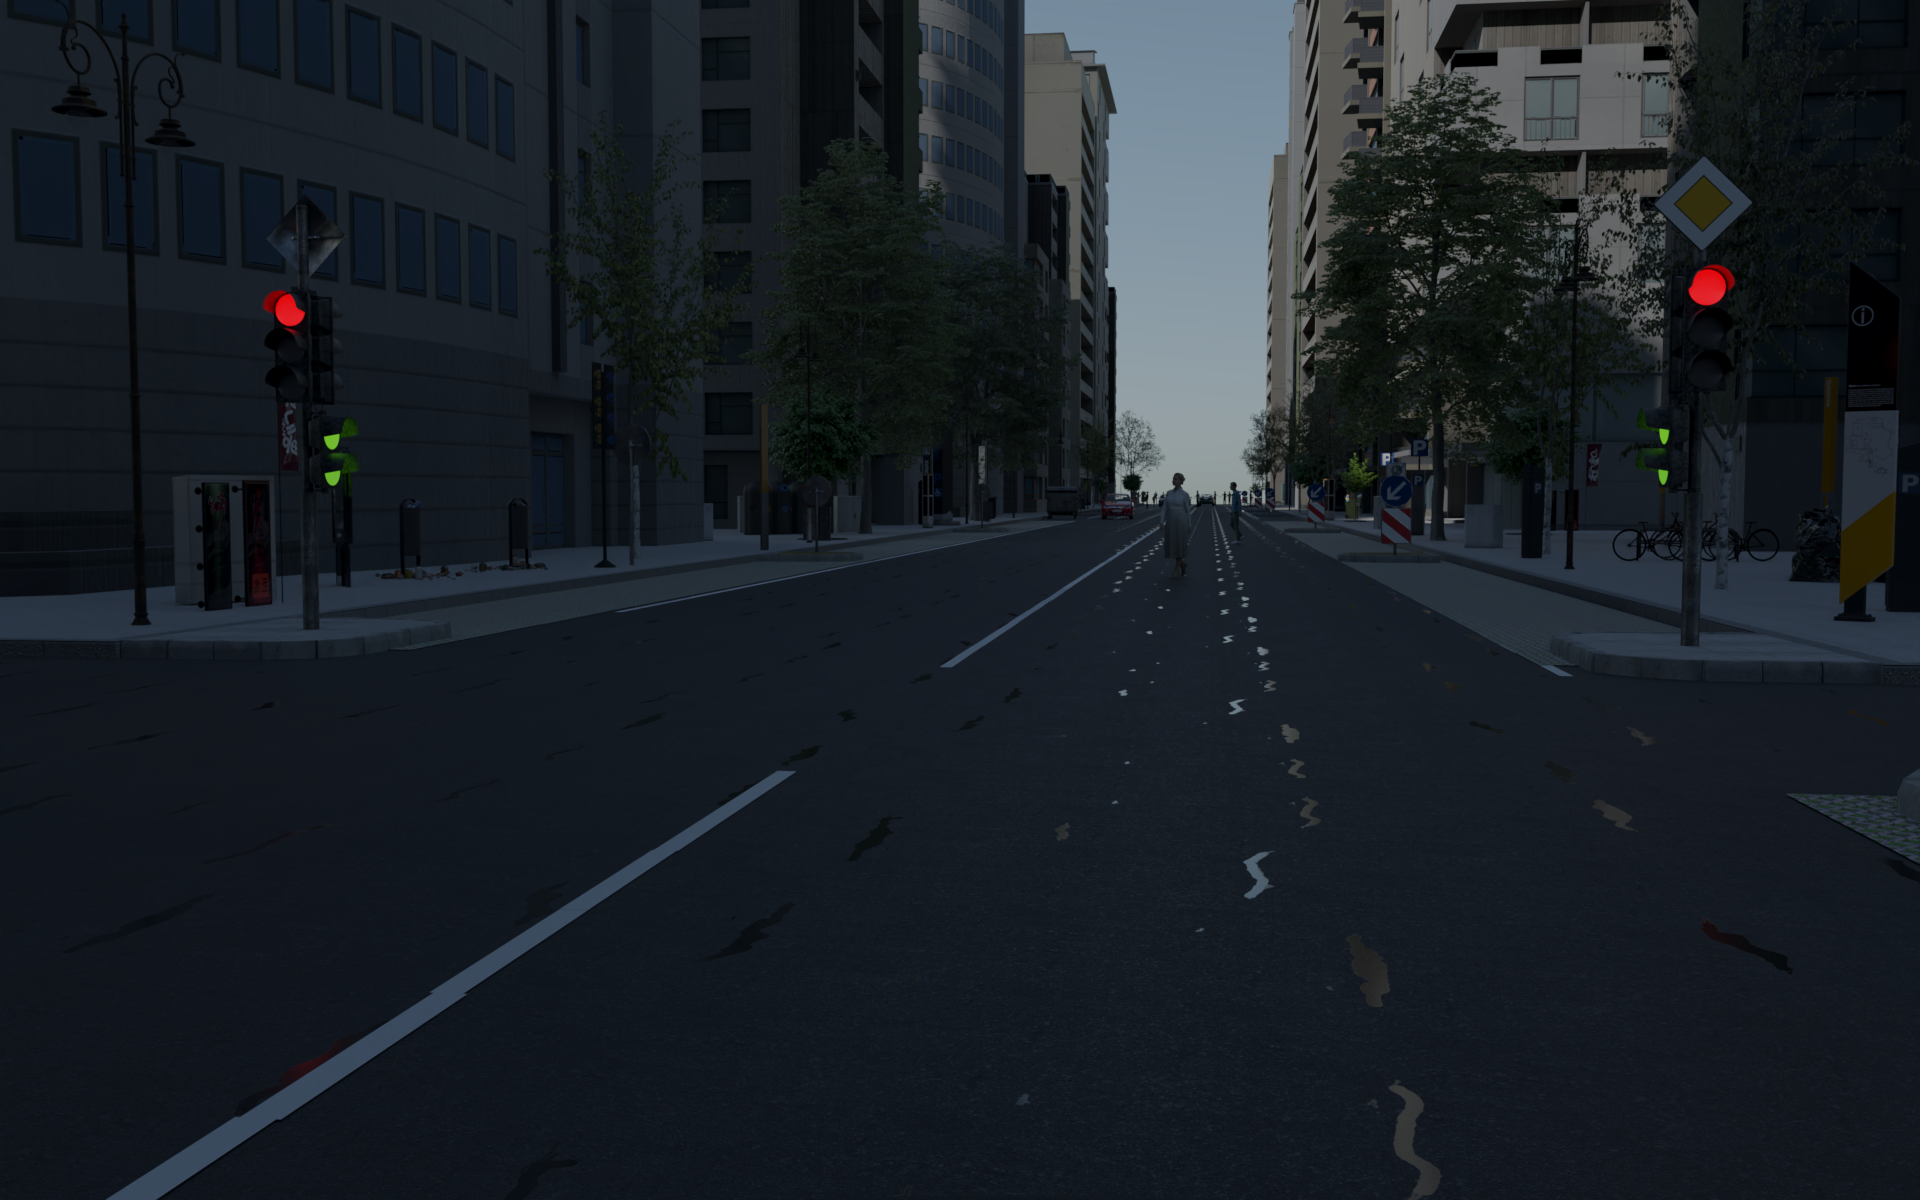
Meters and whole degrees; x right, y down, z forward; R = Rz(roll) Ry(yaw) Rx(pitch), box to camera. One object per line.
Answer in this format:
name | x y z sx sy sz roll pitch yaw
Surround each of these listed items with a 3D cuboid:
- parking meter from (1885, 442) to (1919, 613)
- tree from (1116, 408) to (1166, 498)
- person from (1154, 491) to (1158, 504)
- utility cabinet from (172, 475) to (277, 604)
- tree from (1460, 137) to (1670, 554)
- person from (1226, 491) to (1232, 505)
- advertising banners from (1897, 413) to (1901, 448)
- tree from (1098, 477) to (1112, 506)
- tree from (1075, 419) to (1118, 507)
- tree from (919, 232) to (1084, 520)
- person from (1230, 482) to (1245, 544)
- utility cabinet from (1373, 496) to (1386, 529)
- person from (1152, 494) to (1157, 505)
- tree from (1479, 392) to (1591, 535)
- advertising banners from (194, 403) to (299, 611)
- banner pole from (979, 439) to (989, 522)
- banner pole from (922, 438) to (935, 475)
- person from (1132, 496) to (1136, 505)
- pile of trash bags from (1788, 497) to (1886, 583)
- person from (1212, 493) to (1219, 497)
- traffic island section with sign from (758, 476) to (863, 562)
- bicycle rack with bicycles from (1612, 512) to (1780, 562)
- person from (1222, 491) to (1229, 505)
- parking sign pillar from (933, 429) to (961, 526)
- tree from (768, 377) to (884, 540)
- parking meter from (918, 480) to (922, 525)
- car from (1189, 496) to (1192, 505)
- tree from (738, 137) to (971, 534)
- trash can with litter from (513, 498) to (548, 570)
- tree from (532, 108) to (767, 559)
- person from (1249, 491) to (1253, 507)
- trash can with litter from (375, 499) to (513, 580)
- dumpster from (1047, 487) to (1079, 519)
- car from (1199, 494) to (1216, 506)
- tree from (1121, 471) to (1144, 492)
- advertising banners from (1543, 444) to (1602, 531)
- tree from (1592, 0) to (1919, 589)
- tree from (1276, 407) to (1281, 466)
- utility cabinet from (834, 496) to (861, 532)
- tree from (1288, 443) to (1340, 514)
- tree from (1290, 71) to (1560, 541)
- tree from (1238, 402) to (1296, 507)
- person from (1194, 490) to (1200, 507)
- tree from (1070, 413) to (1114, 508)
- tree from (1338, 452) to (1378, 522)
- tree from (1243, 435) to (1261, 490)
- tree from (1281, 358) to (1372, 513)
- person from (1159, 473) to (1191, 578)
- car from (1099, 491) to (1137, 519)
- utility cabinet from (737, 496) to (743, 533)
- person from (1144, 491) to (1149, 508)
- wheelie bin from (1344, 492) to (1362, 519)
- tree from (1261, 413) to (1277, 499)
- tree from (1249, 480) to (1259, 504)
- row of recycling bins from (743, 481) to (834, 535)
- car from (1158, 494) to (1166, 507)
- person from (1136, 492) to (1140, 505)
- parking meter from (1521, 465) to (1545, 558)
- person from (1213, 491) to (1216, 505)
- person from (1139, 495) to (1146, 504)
parking meter | 10.288 -0.804 18.851 0.399 1.863 0.255 1 4 20
tree | 24.493 -20.692 248.689 12.009 13.543 11.850 0 3 0
person | 28.133 -14.680 248.390 0.709 1.838 0.599 2 4 28
utility cabinet | -8.669 -0.719 20.429 0.318 1.500 1.173 2 4 29
tree | 12.757 -5.279 36.666 4.737 8.622 4.395 0 3 0
person | 36.889 -13.985 237.245 0.705 1.812 1.348 -2 4 -34
advertising banners | 20.120 -2.493 36.941 0.090 3.025 2.074 1 4 18
tree | 15.728 -12.011 190.988 1.663 3.219 1.824 0 3 0
tree | 12.931 -13.277 167.436 4.737 8.622 4.395 0 3 0
tree | 0.859 -10.902 84.903 9.857 13.997 8.962 0 3 0
person | 7.997 -2.517 49.992 0.444 1.785 0.601 1 4 9
utility cabinet | 15.360 -3.195 63.408 0.306 1.237 1.020 0 4 4
person | 25.631 -13.221 227.901 0.697 1.427 0.421 1 4 16
tree | 18.198 -4.361 55.008 4.285 4.588 4.351 0 3 0
advertising banners | -8.065 -1.443 19.784 0.090 3.025 2.074 1 4 11
banner pole | 1.097 -5.430 78.795 0.401 3.779 0.863 -3 4 -37
banner pole | -1.361 -5.305 76.753 0.863 3.779 0.401 -3 5 -42
person | 20.474 -11.905 203.818 0.551 1.740 0.621 -3 4 -38
pile of trash bags | 13.747 -1.011 26.282 1.912 1.369 3.447 2 4 33
person | 36.219 -14.474 245.824 1.217 1.739 0.721 1 4 20
traffic island section with sign | -3.150 -1.755 37.322 1.989 1.847 2.006 1 4 8
bicycle rack with bicycles | 14.258 -1.232 33.533 2.925 0.926 2.852 2 4 24
person | 34.056 -13.114 222.924 1.348 1.822 0.705 3 4 37
parking sign pillar | -0.693 -5.041 70.886 1.447 3.967 1.447 1 4 19
tree | -3.850 -3.977 48.736 4.285 4.588 4.351 0 3 0
parking meter | -1.593 -4.094 72.646 0.255 1.863 0.399 -1 4 -15
car | 29.116 -13.039 224.993 2.131 1.459 4.920 0 4 8
tree | -3.295 -8.442 56.154 7.486 12.596 7.792 0 3 0
trash can with litter | -7.809 -1.124 29.434 1.678 1.210 2.233 1 4 18
tree | -6.162 -5.117 34.022 4.737 8.622 4.395 0 3 0
person | 32.023 -11.133 190.528 0.705 1.824 1.348 0 4 -1
trash can with litter | -8.226 -0.964 26.814 1.678 1.210 2.233 1 4 10
dumpster | 5.852 -5.538 98.767 1.865 1.857 1.264 0 4 8
car | 29.772 -12.067 209.098 2.131 1.459 4.920 1 4 10
tree | 23.700 -15.547 237.912 4.285 4.588 4.351 0 3 0
advertising banners | 21.236 -3.913 60.170 2.074 3.025 0.090 0 4 1
tree | 10.457 -4.464 23.351 4.360 8.622 3.978 0 3 0
tree | 20.884 -9.238 101.408 4.360 8.622 3.978 0 3 0
utility cabinet | -3.765 -2.885 58.330 1.020 1.237 0.306 -3 4 -38
tree | 22.713 -7.790 111.074 4.285 4.588 4.351 0 3 0
tree | 12.819 -7.911 47.466 7.486 12.596 7.792 0 3 0
tree | 31.865 -14.668 174.241 8.767 10.594 7.601 3 4 39
person | 25.884 -11.037 188.939 0.705 1.826 1.348 2 4 35
tree | 12.031 -12.607 156.493 4.360 8.622 3.978 0 3 0
tree | 18.230 -5.234 80.173 1.663 3.219 1.824 0 3 0
tree | 35.321 -15.339 201.149 4.360 8.622 3.978 0 3 0
tree | 20.086 -8.730 93.097 4.360 8.622 3.978 0 3 0
person | 3.738 -1.282 29.690 0.478 1.798 0.641 3 5 42
car | 9.072 -5.534 99.524 2.155 1.783 4.494 0 4 6
utility cabinet | -6.907 -2.858 57.894 1.020 1.237 0.306 -2 4 -25
person | 19.153 -10.315 177.979 0.721 1.723 1.217 2 4 23
wheelie bin | 20.105 -4.931 88.526 0.693 1.594 0.980 3 5 40
tree | 23.228 -10.342 119.459 4.360 8.622 3.978 0 3 0
tree | 40.020 -14.742 235.633 1.663 3.219 1.824 0 3 0
row of recycling bins | -5.504 -2.955 55.424 1.069 1.692 3.534 3 5 42
car | 23.501 -11.449 196.983 2.009 1.686 4.222 1 4 10
person | 22.554 -12.832 218.976 0.621 1.740 0.551 -1 4 -23
parking meter | 11.451 -1.768 34.614 0.399 1.863 0.255 -2 4 -29
person | 32.934 -13.174 223.862 0.705 1.831 1.348 0 4 0
person | 23.961 -13.323 226.428 1.348 1.812 0.705 2 4 35
